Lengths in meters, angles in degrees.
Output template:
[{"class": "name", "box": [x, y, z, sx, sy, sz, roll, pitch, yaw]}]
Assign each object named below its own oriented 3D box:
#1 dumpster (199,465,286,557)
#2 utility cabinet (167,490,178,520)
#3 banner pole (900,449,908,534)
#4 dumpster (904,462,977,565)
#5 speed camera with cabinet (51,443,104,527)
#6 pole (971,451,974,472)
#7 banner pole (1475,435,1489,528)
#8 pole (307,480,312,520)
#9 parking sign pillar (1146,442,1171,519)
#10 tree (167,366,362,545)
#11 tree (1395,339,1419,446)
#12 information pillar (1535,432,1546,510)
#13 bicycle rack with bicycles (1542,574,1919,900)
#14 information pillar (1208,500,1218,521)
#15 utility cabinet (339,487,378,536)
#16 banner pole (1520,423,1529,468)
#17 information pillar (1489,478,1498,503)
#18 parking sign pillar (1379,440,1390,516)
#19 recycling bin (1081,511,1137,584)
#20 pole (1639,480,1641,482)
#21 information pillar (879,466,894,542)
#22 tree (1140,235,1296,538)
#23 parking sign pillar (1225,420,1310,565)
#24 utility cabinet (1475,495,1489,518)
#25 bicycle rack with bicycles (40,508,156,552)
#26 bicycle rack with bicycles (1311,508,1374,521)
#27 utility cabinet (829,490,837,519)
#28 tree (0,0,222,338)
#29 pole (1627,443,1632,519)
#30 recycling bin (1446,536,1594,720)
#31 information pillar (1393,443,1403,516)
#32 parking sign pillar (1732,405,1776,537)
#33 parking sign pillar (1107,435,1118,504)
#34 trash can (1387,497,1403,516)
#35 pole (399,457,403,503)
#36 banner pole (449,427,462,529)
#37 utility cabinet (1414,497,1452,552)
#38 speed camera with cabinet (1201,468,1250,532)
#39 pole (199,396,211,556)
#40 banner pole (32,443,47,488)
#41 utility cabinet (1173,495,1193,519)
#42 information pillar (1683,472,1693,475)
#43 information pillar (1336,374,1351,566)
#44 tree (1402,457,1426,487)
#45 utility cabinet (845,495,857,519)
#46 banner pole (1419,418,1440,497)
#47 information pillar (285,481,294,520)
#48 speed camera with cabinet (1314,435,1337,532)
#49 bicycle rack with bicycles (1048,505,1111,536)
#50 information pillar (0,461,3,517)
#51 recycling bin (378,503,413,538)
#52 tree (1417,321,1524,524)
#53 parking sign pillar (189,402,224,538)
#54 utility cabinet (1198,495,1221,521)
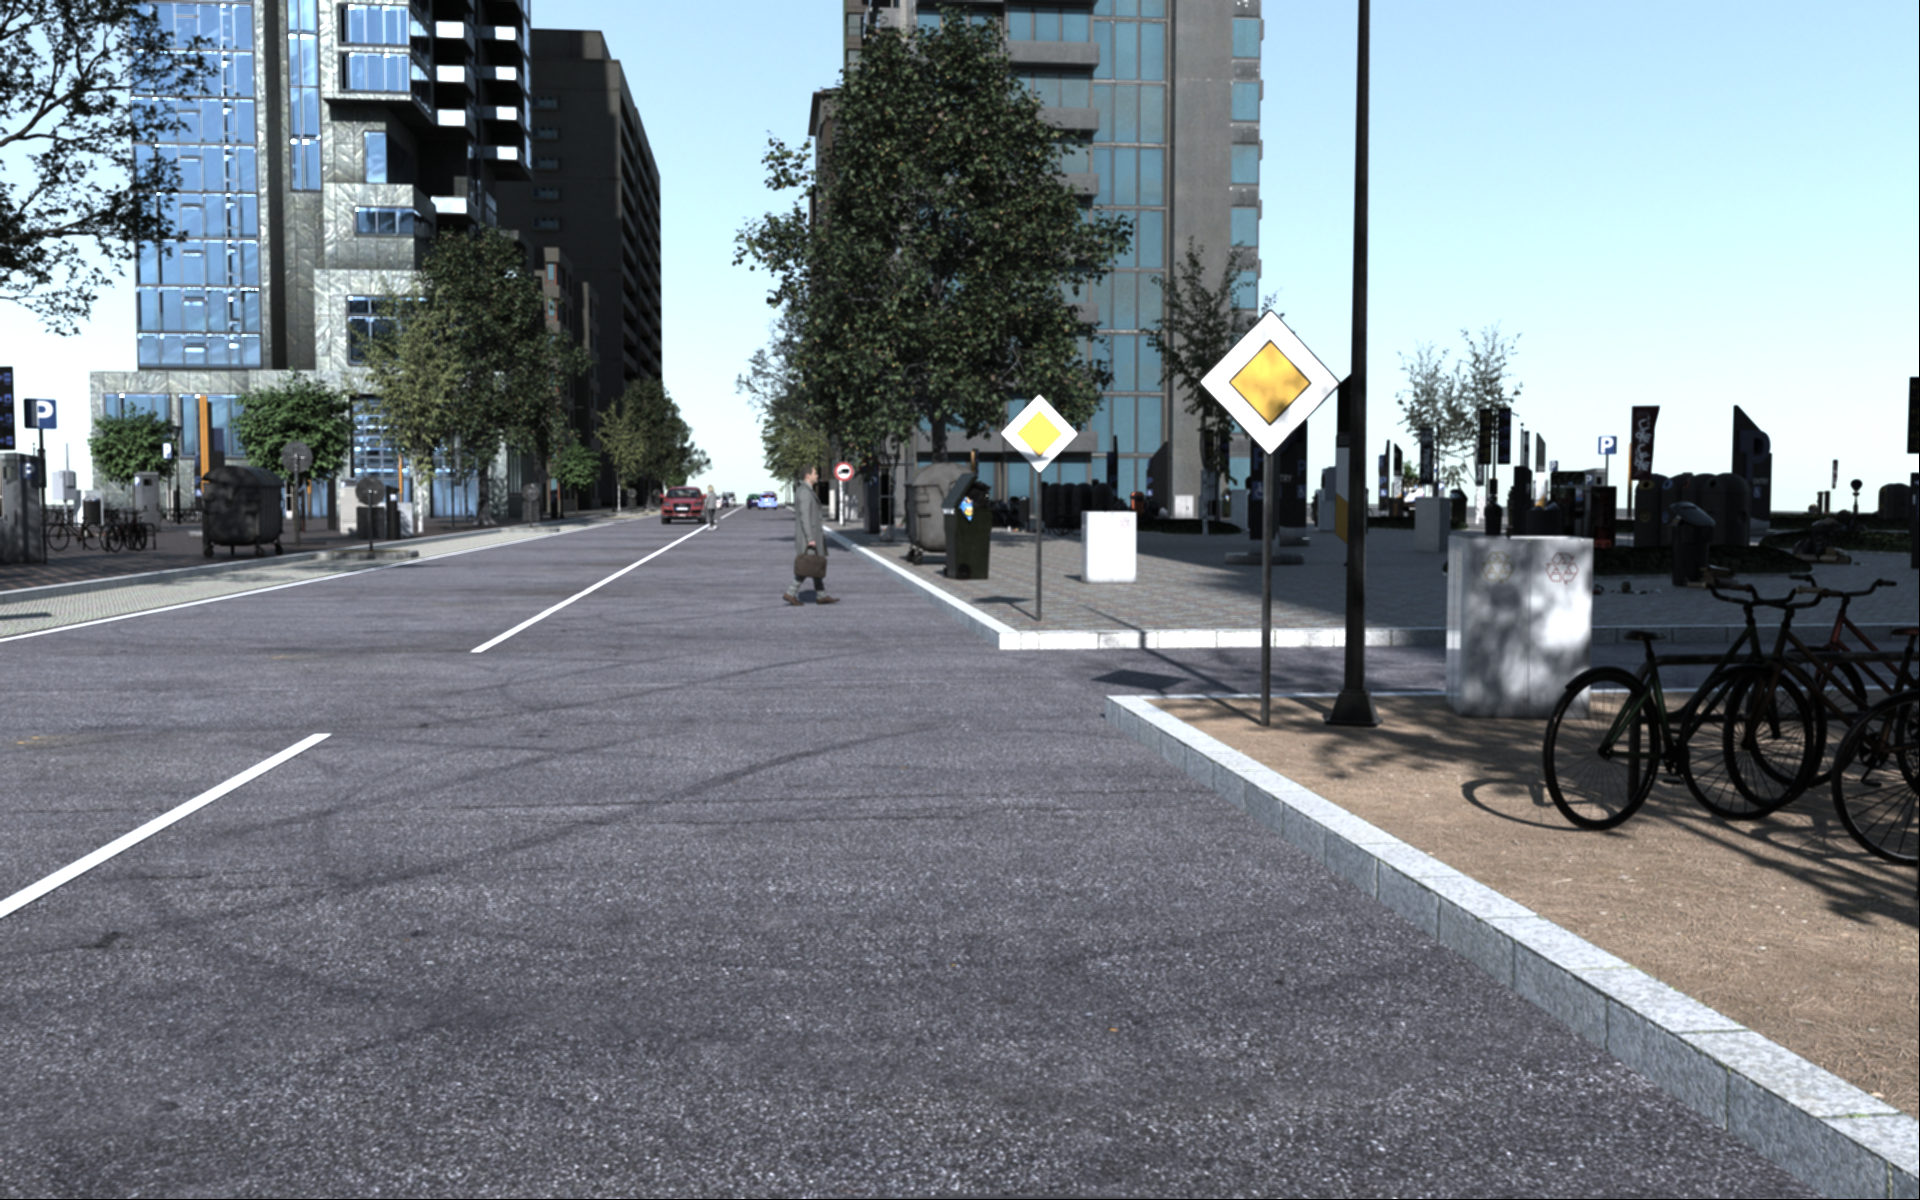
[{"class": "dumpster", "box": [-14.800, -1.835, 35.754, 1.264, 1.857, 1.865, 0, 4, -6]}, {"class": "utility cabinet", "box": [-39.270, -4.758, 86.472, 0.318, 1.500, 1.173, -1, 4, -11]}, {"class": "banner pole", "box": [-1.702, -3.990, 55.254, 0.401, 3.779, 0.863, 0, 4, -3]}, {"class": "dumpster", "box": [-0.335, -1.592, 31.781, 1.264, 1.857, 1.865, 0, 4, -7]}, {"class": "speed camera with cabinet", "box": [-34.288, -4.462, 67.292, 0.660, 3.252, 2.038, 1, 4, 16]}, {"class": "pole", "box": [0.610, -5.451, 82.969, 0.158, 3.312, 0.155, 0, 3, 0]}, {"class": "banner pole", "box": [19.506, -4.561, 64.586, 0.863, 3.779, 0.401, -2, 4, -31]}, {"class": "pole", "box": [-32.527, -5.672, 86.584, 0.158, 3.312, 0.155, 0, 3, 0]}, {"class": "parking sign pillar", "box": [10.075, -6.122, 88.560, 1.447, 3.967, 1.447, 3, 5, 41]}, {"class": "tree", "box": [-17.033, -3.720, 44.535, 4.285, 4.588, 4.351, 0, 3, 0]}, {"class": "tree", "box": [22.355, -8.036, 81.748, 4.360, 8.622, 3.978, 0, 3, 0]}, {"class": "information pillar", "box": [22.096, -4.565, 65.985, 0.504, 3.616, 0.183, -2, 4, -35]}, {"class": "bicycle rack with bicycles", "box": [3.624, 0.418, 6.556, 2.925, 0.926, 2.852, 0, 4, -7]}, {"class": "information pillar", "box": [9.601, -3.749, 65.793, 0.304, 2.012, 0.304, -1, 4, -16]}, {"class": "utility cabinet", "box": [-18.094, -2.661, 52.185, 1.173, 1.500, 0.318, 1, 4, 15]}, {"class": "banner pole", "box": [19.706, -4.313, 60.527, 0.401, 3.779, 0.863, 0, 4, -5]}, {"class": "information pillar", "box": [25.129, -4.718, 81.625, 0.304, 2.012, 0.304, -2, 4, -27]}, {"class": "parking sign pillar", "box": [20.865, -5.915, 85.182, 1.447, 3.967, 1.447, 1, 4, 18]}, {"class": "recycling bin", "box": [2.147, -0.764, 25.038, 0.722, 1.027, 0.722, 0, 4, -3]}, {"class": "pole", "box": [24.541, -4.193, 62.399, 0.158, 3.312, 0.155, 0, 3, 0]}, {"class": "information pillar", "box": [-1.950, -2.547, 46.129, 0.304, 2.012, 0.304, 1, 4, 18]}, {"class": "tree", "box": [7.372, -6.099, 50.077, 4.737, 8.622, 4.395, 0, 3, 0]}, {"class": "parking sign pillar", "box": [5.615, -2.652, 31.827, 1.447, 3.967, 1.447, 1, 4, 16]}, {"class": "utility cabinet", "box": [28.151, -4.996, 92.843, 1.020, 1.237, 0.306, 0, 4, 5]}, {"class": "bicycle rack with bicycles", "box": [-19.427, -1.588, 39.340, 2.852, 0.926, 2.925, 1, 4, 9]}, {"class": "bicycle rack with bicycles", "box": [17.584, -4.068, 79.889, 2.925, 0.926, 2.852, 0, 4, 7]}, {"class": "utility cabinet", "box": [-6.419, -4.897, 88.741, 0.318, 1.500, 1.173, 1, 4, 11]}, {"class": "tree", "box": [-13.665, -5.353, 21.939, 8.767, 10.594, 7.601, -1, 4, -15]}, {"class": "pole", "box": [26.991, -4.643, 69.754, 0.158, 3.312, 0.155, 0, 3, 0]}, {"class": "recycling bin", "box": [3.279, 0.144, 10.198, 0.722, 1.027, 0.722, 1, 4, 8]}, {"class": "information pillar", "box": [20.025, -5.376, 79.254, 0.183, 3.616, 0.504, -2, 4, -30]}, {"class": "parking sign pillar", "box": [24.098, -3.929, 52.710, 1.447, 3.967, 1.447, -2, 4, -28]}, {"class": "parking sign pillar", "box": [6.968, -5.540, 79.050, 1.447, 3.967, 1.447, 0, 4, 3]}, {"class": "trash can", "box": [18.636, -3.816, 74.042, 0.748, 1.137, 0.748, 0, 3, 0]}, {"class": "pole", "box": [-28.638, -5.804, 88.746, 0.158, 3.312, 0.155, 0, 3, 0]}, {"class": "banner pole", "box": [-18.752, -4.550, 64.410, 0.863, 3.779, 0.401, 3, 5, 42]}, {"class": "utility cabinet", "box": [10.618, -1.697, 38.902, 0.306, 1.237, 1.020, -1, 4, -18]}, {"class": "speed camera with cabinet", "box": [9.629, -4.119, 61.685, 2.038, 3.252, 0.660, 1, 4, 13]}, {"class": "pole", "box": [-15.678, -2.576, 35.967, 0.158, 3.312, 0.155, 0, 3, 0]}, {"class": "banner pole", "box": [-44.892, -5.775, 84.444, 0.401, 3.779, 0.863, 2, 4, 25]}, {"class": "utility cabinet", "box": [11.613, -4.827, 90.075, 1.020, 1.237, 0.306, -1, 4, -10]}, {"class": "information pillar", "box": [24.689, -3.321, 58.792, 0.304, 2.012, 0.304, 2, 4, 32]}, {"class": "information pillar", "box": [6.947, -2.411, 30.772, 0.504, 3.616, 0.183, 1, 4, 19]}, {"class": "tree", "box": [23.037, -5.778, 89.065, 1.663, 3.219, 1.824, 0, 3, 0]}, {"class": "utility cabinet", "box": [-5.878, -4.853, 90.514, 1.020, 1.237, 0.306, -2, 4, -30]}, {"class": "banner pole", "box": [15.507, -4.098, 57.025, 0.863, 3.779, 0.401, -1, 4, -9]}, {"class": "information pillar", "box": [-32.909, -4.925, 85.022, 0.304, 2.012, 0.304, -1, 4, -8]}, {"class": "speed camera with cabinet", "box": [12.549, -3.962, 59.107, 0.660, 3.252, 2.038, 0, 4, 3]}, {"class": "bicycle rack with bicycles", "box": [4.056, -2.512, 54.451, 2.925, 0.926, 2.852, -1, 4, -10]}, {"class": "information pillar", "box": [-21.328, -2.095, 38.747, 0.304, 2.012, 0.304, 3, 5, 40]}, {"class": "recycling bin", "box": [-16.685, -2.365, 51.228, 0.722, 1.027, 0.722, 2, 4, 32]}, {"class": "tree", "box": [21.942, -7.529, 73.464, 4.360, 8.622, 3.978, 0, 3, 0]}, {"class": "parking sign pillar", "box": [-22.123, -3.844, 51.325, 1.447, 3.967, 1.447, -2, 4, -28]}, {"class": "utility cabinet", "box": [11.654, -4.259, 80.803, 1.020, 1.237, 0.306, 1, 4, 19]}]
